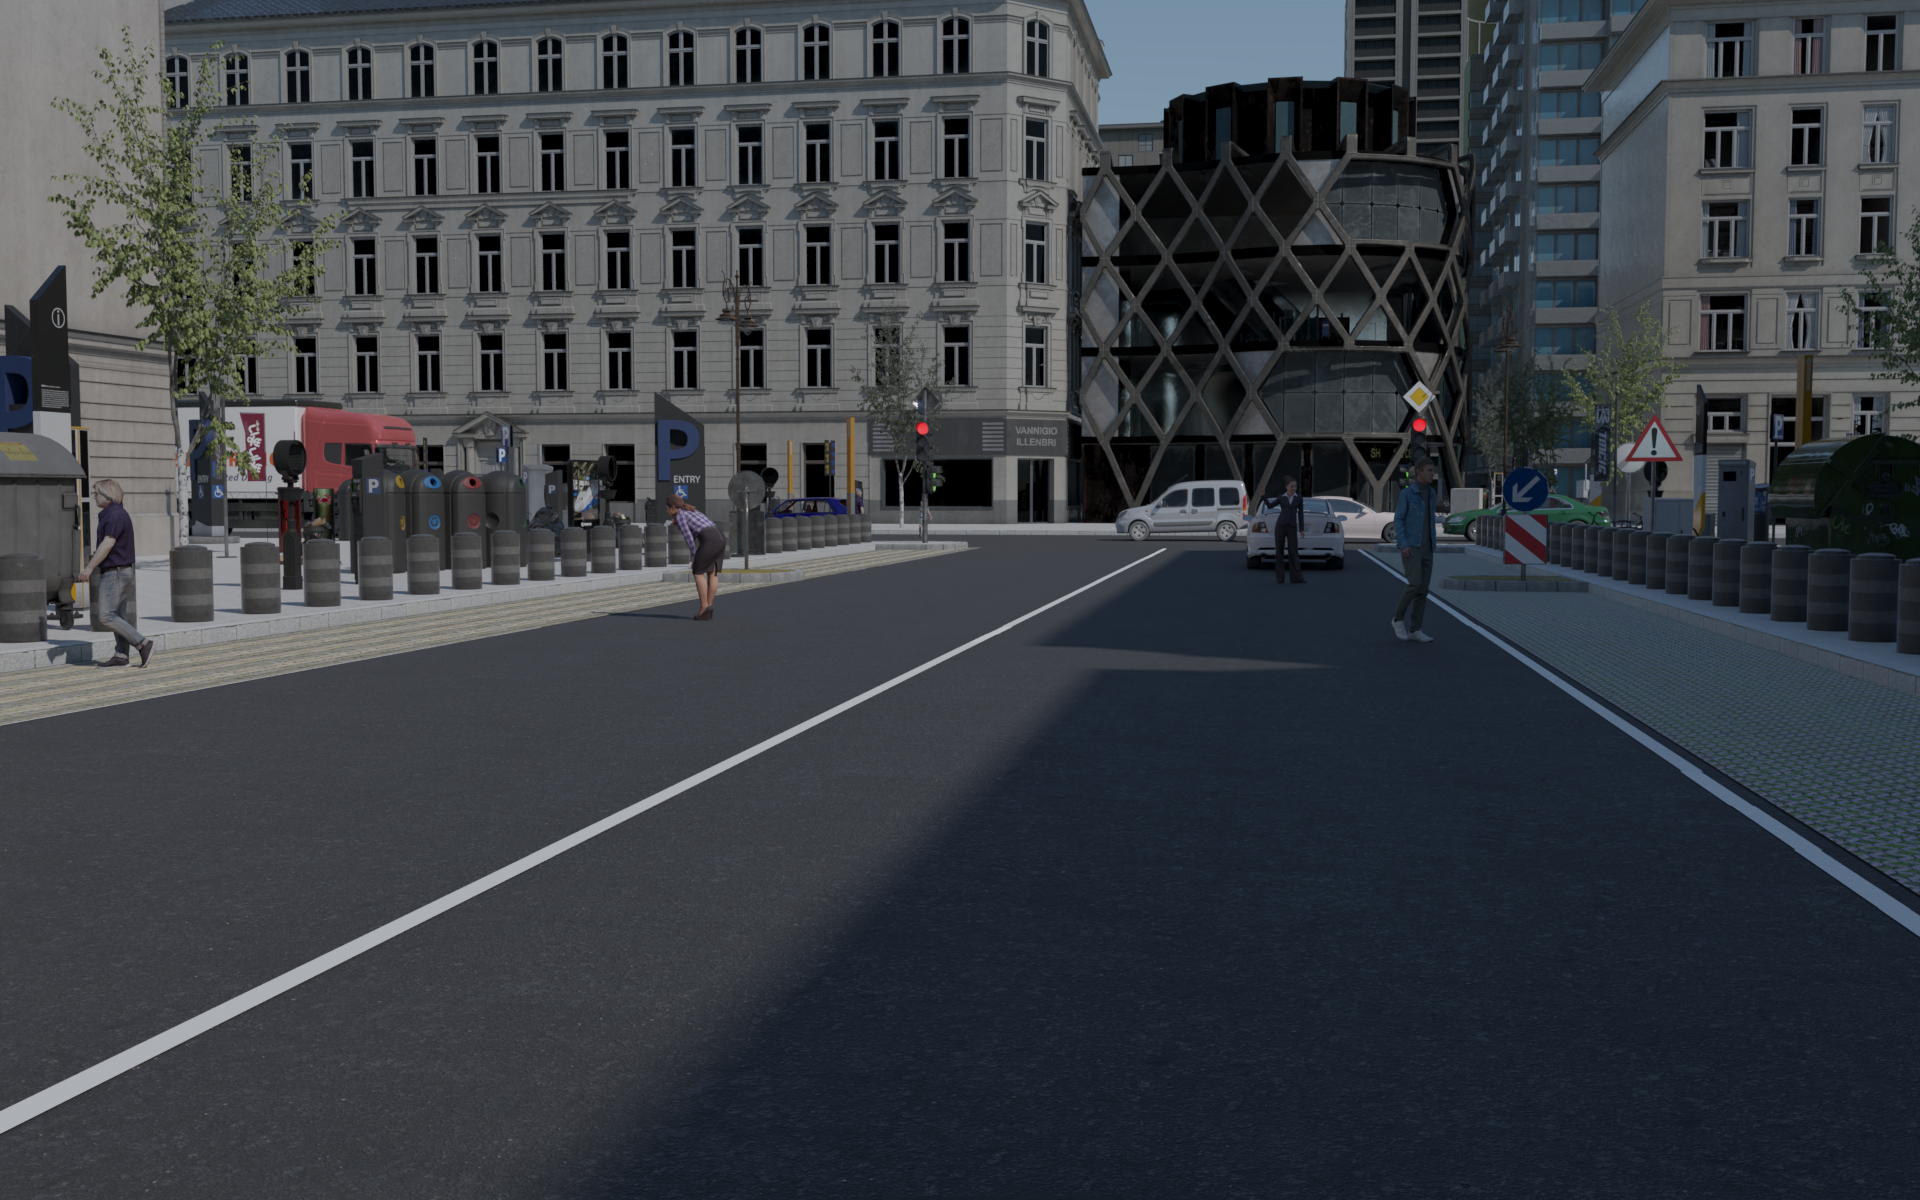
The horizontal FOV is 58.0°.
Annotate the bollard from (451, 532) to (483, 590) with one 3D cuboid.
[{"bbox_3d":[-6.654,-0.529,23.362,0.404,0.777,0.398,0,3,0],"label":"bollard"}]

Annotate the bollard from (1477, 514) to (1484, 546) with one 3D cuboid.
[{"bbox_3d":[12.973,-1.694,42.419,0.404,0.777,0.398,0,3,0],"label":"bollard"}]

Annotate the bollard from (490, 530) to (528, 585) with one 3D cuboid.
[{"bbox_3d":[-6.443,-0.601,24.545,0.404,0.777,0.398,0,3,0],"label":"bollard"}]

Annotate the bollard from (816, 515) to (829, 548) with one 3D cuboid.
[{"bbox_3d":[-3.415,-1.615,41.116,0.404,0.777,0.398,0,3,0],"label":"bollard"}]

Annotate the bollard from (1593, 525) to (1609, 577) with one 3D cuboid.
[{"bbox_3d":[10.158,-0.751,26.992,0.404,0.777,0.398,0,3,0],"label":"bollard"}]

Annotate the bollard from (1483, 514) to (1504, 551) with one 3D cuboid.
[{"bbox_3d":[12.758,-1.622,41.237,0.404,0.777,0.398,0,3,0],"label":"bollard"}]

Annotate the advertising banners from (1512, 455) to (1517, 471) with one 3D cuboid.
[{"bbox_3d":[24.791,-4.925,76.716,0.090,3.025,2.074,0,4,0],"label":"advertising banners"}]

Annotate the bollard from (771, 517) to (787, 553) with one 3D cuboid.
[{"bbox_3d":[-4.059,-1.398,37.568,0.404,0.777,0.398,0,3,0],"label":"bollard"}]

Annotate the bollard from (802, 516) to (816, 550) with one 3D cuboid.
[{"bbox_3d":[-3.630,-1.542,39.933,0.404,0.777,0.398,0,3,0],"label":"bollard"}]

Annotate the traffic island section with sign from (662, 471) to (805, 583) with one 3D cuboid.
[{"bbox_3d":[-3.654,-1.225,28.657,1.989,1.847,2.006,1,4,10],"label":"traffic island section with sign"}]

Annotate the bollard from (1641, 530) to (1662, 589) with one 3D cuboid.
[{"bbox_3d":[9.507,-0.534,23.445,0.404,0.777,0.398,0,3,0],"label":"bollard"}]

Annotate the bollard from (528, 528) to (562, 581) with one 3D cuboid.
[{"bbox_3d":[-6.225,-0.673,25.728,0.404,0.777,0.398,0,3,0],"label":"bollard"}]

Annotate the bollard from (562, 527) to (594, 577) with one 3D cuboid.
[{"bbox_3d":[-6.004,-0.746,26.913,0.404,0.777,0.398,0,3,0],"label":"bollard"}]

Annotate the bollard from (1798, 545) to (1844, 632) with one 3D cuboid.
[{"bbox_3d":[8.209,-0.098,16.320,0.404,0.777,0.398,0,3,0],"label":"bollard"}]

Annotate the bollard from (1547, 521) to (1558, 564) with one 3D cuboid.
[{"bbox_3d":[11.023,-1.040,31.726,0.404,0.777,0.398,0,3,0],"label":"bollard"}]

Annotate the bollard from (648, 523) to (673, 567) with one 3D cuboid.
[{"bbox_3d":[-5.356,-0.963,30.462,0.404,0.777,0.398,0,3,0],"label":"bollard"}]

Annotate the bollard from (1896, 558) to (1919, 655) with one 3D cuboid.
[{"bbox_3d":[7.773,0.048,13.938,0.404,0.777,0.398,0,3,0],"label":"bollard"}]

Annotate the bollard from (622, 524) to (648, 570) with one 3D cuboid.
[{"bbox_3d":[-5.576,-0.891,29.278,0.404,0.777,0.398,0,3,0],"label":"bollard"}]

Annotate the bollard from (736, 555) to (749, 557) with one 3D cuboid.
[{"bbox_3d":[-4.494,-1.253,35.204,0.404,0.777,0.398,0,3,0],"label":"bollard"}]

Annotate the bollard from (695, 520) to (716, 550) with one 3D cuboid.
[{"bbox_3d":[-4.926,-1.108,32.833,0.404,0.777,0.398,0,3,0],"label":"bollard"}]

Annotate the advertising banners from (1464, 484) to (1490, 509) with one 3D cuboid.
[{"bbox_3d":[32.455,-6.933,109.537,2.074,3.025,0.090,1,4,12],"label":"advertising banners"}]

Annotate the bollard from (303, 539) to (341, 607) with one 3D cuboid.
[{"bbox_3d":[-7.300,-0.312,19.812,0.404,0.777,0.398,0,3,0],"label":"bollard"}]

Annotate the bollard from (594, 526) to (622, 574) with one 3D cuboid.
[{"bbox_3d":[-5.787,-0.818,28.095,0.404,0.777,0.398,0,3,0],"label":"bollard"}]

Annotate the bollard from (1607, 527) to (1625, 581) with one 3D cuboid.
[{"bbox_3d":[9.942,-0.678,25.810,0.404,0.777,0.398,0,3,0],"label":"bollard"}]

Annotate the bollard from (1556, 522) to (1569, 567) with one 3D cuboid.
[{"bbox_3d":[10.806,-0.968,30.544,0.404,0.777,0.398,0,3,0],"label":"bollard"}]

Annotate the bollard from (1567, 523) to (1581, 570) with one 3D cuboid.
[{"bbox_3d":[10.587,-0.896,29.362,0.404,0.777,0.398,0,3,0],"label":"bollard"}]

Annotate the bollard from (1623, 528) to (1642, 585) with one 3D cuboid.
[{"bbox_3d":[9.723,-0.606,24.628,0.404,0.777,0.398,0,3,0],"label":"bollard"}]

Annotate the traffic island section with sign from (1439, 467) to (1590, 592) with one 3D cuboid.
[{"bbox_3d":[8.320,-1.073,26.177,1.989,1.847,2.006,1,4,10],"label":"traffic island section with sign"}]

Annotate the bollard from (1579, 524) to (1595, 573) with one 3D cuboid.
[{"bbox_3d":[10.372,-0.823,28.180,0.404,0.777,0.398,0,3,0],"label":"bollard"}]

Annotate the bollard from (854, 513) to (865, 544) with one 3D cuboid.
[{"bbox_3d":[-2.761,-1.833,44.691,0.404,0.777,0.398,0,3,0],"label":"bollard"}]

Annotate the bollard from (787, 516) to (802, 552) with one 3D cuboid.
[{"bbox_3d":[-3.843,-1.470,38.751,0.404,0.777,0.398,0,3,0],"label":"bollard"}]

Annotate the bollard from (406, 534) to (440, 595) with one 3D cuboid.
[{"bbox_3d":[-6.873,-0.456,22.180,0.404,0.777,0.398,0,3,0],"label":"bollard"}]

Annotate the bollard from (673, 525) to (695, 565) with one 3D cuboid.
[{"bbox_3d":[-5.140,-1.036,31.650,0.404,0.777,0.398,0,3,0],"label":"bollard"}]

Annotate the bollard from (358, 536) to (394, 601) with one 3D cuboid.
[{"bbox_3d":[-7.086,-0.384,20.997,0.404,0.777,0.398,0,3,0],"label":"bollard"}]

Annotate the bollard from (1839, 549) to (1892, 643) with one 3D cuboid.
[{"bbox_3d":[7.992,-0.025,15.130,0.404,0.777,0.398,0,3,0],"label":"bollard"}]

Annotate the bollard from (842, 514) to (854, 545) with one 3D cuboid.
[{"bbox_3d":[-2.979,-1.761,43.501,0.404,0.777,0.398,0,3,0],"label":"bollard"}]

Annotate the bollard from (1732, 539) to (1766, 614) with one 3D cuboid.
[{"bbox_3d":[8.641,-0.243,18.696,0.404,0.777,0.398,0,3,0],"label":"bollard"}]

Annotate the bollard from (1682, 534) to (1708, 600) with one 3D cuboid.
[{"bbox_3d":[9.076,-0.388,21.064,0.404,0.777,0.398,0,3,0],"label":"bollard"}]

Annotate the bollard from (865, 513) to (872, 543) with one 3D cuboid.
[{"bbox_3d":[-2.543,-1.906,45.874,0.404,0.777,0.398,0,3,0],"label":"bollard"}]

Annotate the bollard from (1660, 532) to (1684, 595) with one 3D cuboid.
[{"bbox_3d":[9.288,-0.461,22.252,0.404,0.777,0.398,0,3,0],"label":"bollard"}]

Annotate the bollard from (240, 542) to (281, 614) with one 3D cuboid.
[{"bbox_3d":[-7.520,-0.239,18.620,0.404,0.777,0.398,0,3,0],"label":"bollard"}]

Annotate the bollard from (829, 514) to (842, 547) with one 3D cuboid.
[{"bbox_3d":[-3.198,-1.687,42.307,0.404,0.777,0.398,0,3,0],"label":"bollard"}]

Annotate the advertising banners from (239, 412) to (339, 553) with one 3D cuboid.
[{"bbox_3d":[-14.590,-2.541,37.733,2.074,3.025,0.090,-3,5,-40],"label":"advertising banners"}]

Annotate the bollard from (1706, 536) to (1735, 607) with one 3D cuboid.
[{"bbox_3d":[8.859,-0.316,19.878,0.404,0.777,0.398,0,3,0],"label":"bollard"}]

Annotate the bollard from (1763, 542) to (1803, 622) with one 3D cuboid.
[{"bbox_3d":[8.424,-0.171,17.505,0.404,0.777,0.398,0,3,0],"label":"bollard"}]

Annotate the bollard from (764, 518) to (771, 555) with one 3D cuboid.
[{"bbox_3d":[-4.279,-1.325,36.387,0.404,0.777,0.398,0,3,0],"label":"bollard"}]

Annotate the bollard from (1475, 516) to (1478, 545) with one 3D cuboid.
[{"bbox_3d":[13.192,-1.767,43.611,0.404,0.777,0.398,0,3,0],"label":"bollard"}]

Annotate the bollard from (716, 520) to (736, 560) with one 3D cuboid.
[{"bbox_3d":[-4.711,-1.181,34.021,0.404,0.777,0.398,0,3,0],"label":"bollard"}]
